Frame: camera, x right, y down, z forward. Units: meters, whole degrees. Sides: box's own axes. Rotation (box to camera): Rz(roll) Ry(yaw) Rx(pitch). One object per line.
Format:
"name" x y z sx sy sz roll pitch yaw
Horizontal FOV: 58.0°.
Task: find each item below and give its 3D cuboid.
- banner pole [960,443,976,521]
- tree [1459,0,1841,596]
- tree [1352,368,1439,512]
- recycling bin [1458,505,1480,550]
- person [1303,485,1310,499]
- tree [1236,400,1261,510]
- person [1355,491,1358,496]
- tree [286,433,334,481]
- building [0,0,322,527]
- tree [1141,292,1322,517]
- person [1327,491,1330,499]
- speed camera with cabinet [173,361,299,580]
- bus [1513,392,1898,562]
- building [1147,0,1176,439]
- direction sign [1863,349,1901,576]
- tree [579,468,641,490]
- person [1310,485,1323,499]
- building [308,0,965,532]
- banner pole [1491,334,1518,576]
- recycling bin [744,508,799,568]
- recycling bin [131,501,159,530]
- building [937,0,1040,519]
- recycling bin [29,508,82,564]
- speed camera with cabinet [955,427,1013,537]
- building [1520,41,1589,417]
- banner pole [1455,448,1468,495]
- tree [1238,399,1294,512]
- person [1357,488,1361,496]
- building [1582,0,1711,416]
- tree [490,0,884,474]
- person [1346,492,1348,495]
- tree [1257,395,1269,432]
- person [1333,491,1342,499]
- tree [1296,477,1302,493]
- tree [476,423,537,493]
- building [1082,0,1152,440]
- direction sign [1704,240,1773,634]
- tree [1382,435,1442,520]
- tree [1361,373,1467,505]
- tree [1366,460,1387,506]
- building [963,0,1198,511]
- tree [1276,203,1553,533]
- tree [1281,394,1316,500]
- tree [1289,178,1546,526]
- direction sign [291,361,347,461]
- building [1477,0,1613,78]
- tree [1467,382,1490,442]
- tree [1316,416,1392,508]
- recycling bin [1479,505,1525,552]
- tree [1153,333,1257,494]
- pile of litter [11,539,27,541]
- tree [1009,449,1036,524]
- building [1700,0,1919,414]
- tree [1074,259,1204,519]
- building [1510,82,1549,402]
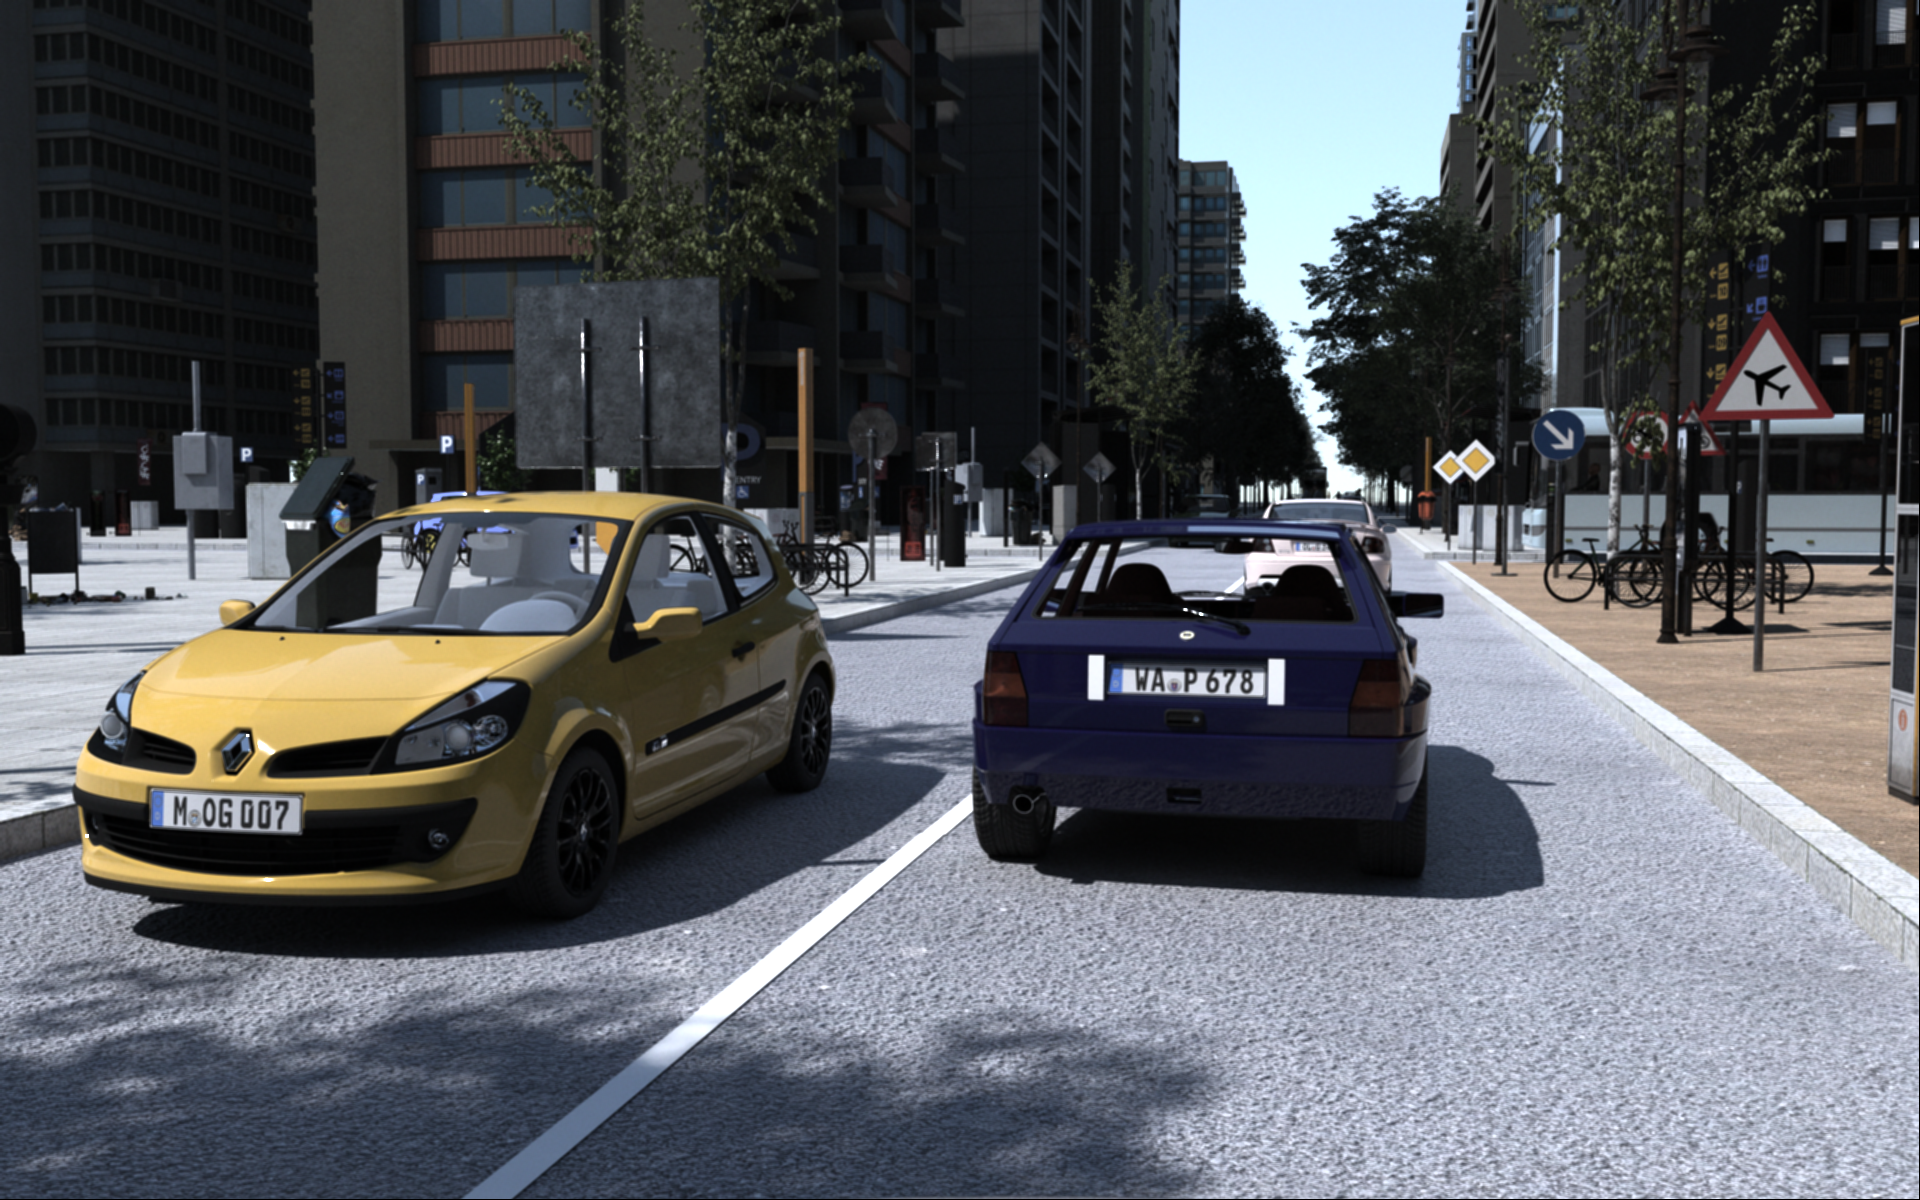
"banner pole" 0.377 -5.746 83.959 0.863 3.779 0.401 0 4 -2
"tree" 8.475 -4.354 21.546 4.737 8.622 4.395 0 3 0
"tree" 31.664 -12.299 126.836 9.928 11.665 9.643 0 3 0
"recycling bin" 12.017 -1.683 40.066 0.722 1.027 0.722 -1 4 -14
"person" 14.933 -4.049 74.819 0.853 1.813 0.709 1 4 16
"tree" 24.927 -12.787 143.474 8.767 10.594 7.601 1 4 16
"person" 32.288 -8.027 140.571 0.721 1.723 1.217 2 4 34
"tree" -19.945 -3.589 53.281 1.663 3.219 1.824 0 3 0
"building" -43.354 -23.439 75.103 23.993 40.220 32.217 1 4 13
"tree" 15.532 -11.112 98.687 9.611 12.733 9.660 0 3 0
"person" 51.407 -14.252 241.532 0.705 1.823 1.348 -1 4 -9
"speed camera with cabinet" -10.677 -1.939 26.039 2.038 3.252 0.660 0 4 0
"bus" 17.267 -2.414 34.323 13.247 3.499 2.948 1 4 13
"building" 3.623 -34.050 145.948 28.713 52.752 27.495 1 4 13
"direction sign" 14.600 -2.160 27.321 0.876 3.537 0.379 -1 4 -17
"tree" -9.434 -3.228 47.386 1.663 3.219 1.824 0 3 0
"person" 14.495 -3.780 70.491 0.473 1.802 0.592 0 4 -5
"building" -12.179 -25.243 67.344 22.147 44.769 28.867 1 4 13
"banner pole" 8.430 -2.257 26.926 0.401 3.779 0.863 2 4 34
"recycling bin" -3.269 -1.071 30.063 0.722 1.027 0.722 -3 5 -43
"recycling bin" -29.119 -3.016 61.871 0.722 1.027 0.722 0 4 -6
"building" -1.592 -40.331 97.661 20.563 71.187 20.611 1 4 13
"recycling bin" -16.601 -1.176 31.785 0.722 1.027 0.722 -3 5 -40
"speed camera with cabinet" 0.727 -3.524 51.957 0.660 3.252 2.038 3 5 43
"building" 39.540 -17.216 99.497 12.078 24.808 19.932 1 4 13
"banner pole" 24.198 -5.736 83.803 0.863 3.779 0.401 3 5 40
"tree" 20.688 -10.394 120.298 4.737 8.622 4.395 0 3 0
"person" 27.452 -6.753 118.918 0.705 1.823 1.348 1 4 18
"building" 36.818 -17.372 77.541 14.314 27.812 24.014 1 4 13
"tree" -2.873 -4.259 20.005 4.737 8.622 4.395 0 3 0
"person" 54.611 -14.406 244.868 0.721 1.723 1.217 0 4 1
"tree" 12.903 -8.264 85.478 4.360 8.622 3.978 0 3 0
"person" 37.527 -9.935 171.671 1.217 1.736 0.721 1 4 14
"tree" 49.359 -18.357 250.499 4.360 8.622 3.978 0 3 0
"tree" -12.322 -3.211 47.102 1.663 3.219 1.824 0 3 0
"building" 5.908 -26.969 124.531 14.154 41.232 14.086 1 4 13
"direction sign" 7.142 -1.466 15.972 0.379 3.537 0.876 -1 4 -13
"tree" 22.850 -6.291 86.572 4.285 4.588 4.351 0 3 0
"tree" 26.272 -9.191 100.633 4.360 8.622 3.978 0 3 0
"tree" 44.536 -14.149 181.703 4.737 8.622 4.395 0 3 0
"building" 12.790 -44.630 167.950 20.563 71.187 20.611 1 4 13
"tree" 15.606 -7.464 56.445 7.601 10.594 8.767 -1 4 -12
"tree" 38.181 -17.960 204.017 12.009 13.543 11.850 0 3 0
"tree" 18.385 -9.971 69.680 9.857 13.997 8.962 0 3 0
"direction sign" -10.977 -2.307 29.711 0.876 3.537 0.379 -1 4 -11
"building" 53.434 -31.591 140.210 21.300 48.544 21.600 1 4 13
"tree" 32.502 -9.623 107.698 4.360 8.622 3.978 0 3 0
"tree" 39.857 -15.325 160.937 12.009 13.543 11.850 0 3 0
"recycling bin" 12.154 -1.601 38.725 0.722 1.027 0.722 2 4 35
"tree" 10.548 -7.865 78.948 4.360 8.622 3.978 0 3 0
"pile of litter" -25.650 -2.078 47.932 1.176 0.858 1.719 2 4 27
"tree" 2.725 -4.878 74.353 1.663 3.219 1.824 0 3 0
"building" 30.534 -13.375 48.359 15.834 23.373 12.332 1 4 13
"tree" 5.613 -6.339 54.000 4.737 8.622 4.395 0 3 0
"building" 46.476 -21.531 123.730 14.160 30.474 14.107 1 4 13
